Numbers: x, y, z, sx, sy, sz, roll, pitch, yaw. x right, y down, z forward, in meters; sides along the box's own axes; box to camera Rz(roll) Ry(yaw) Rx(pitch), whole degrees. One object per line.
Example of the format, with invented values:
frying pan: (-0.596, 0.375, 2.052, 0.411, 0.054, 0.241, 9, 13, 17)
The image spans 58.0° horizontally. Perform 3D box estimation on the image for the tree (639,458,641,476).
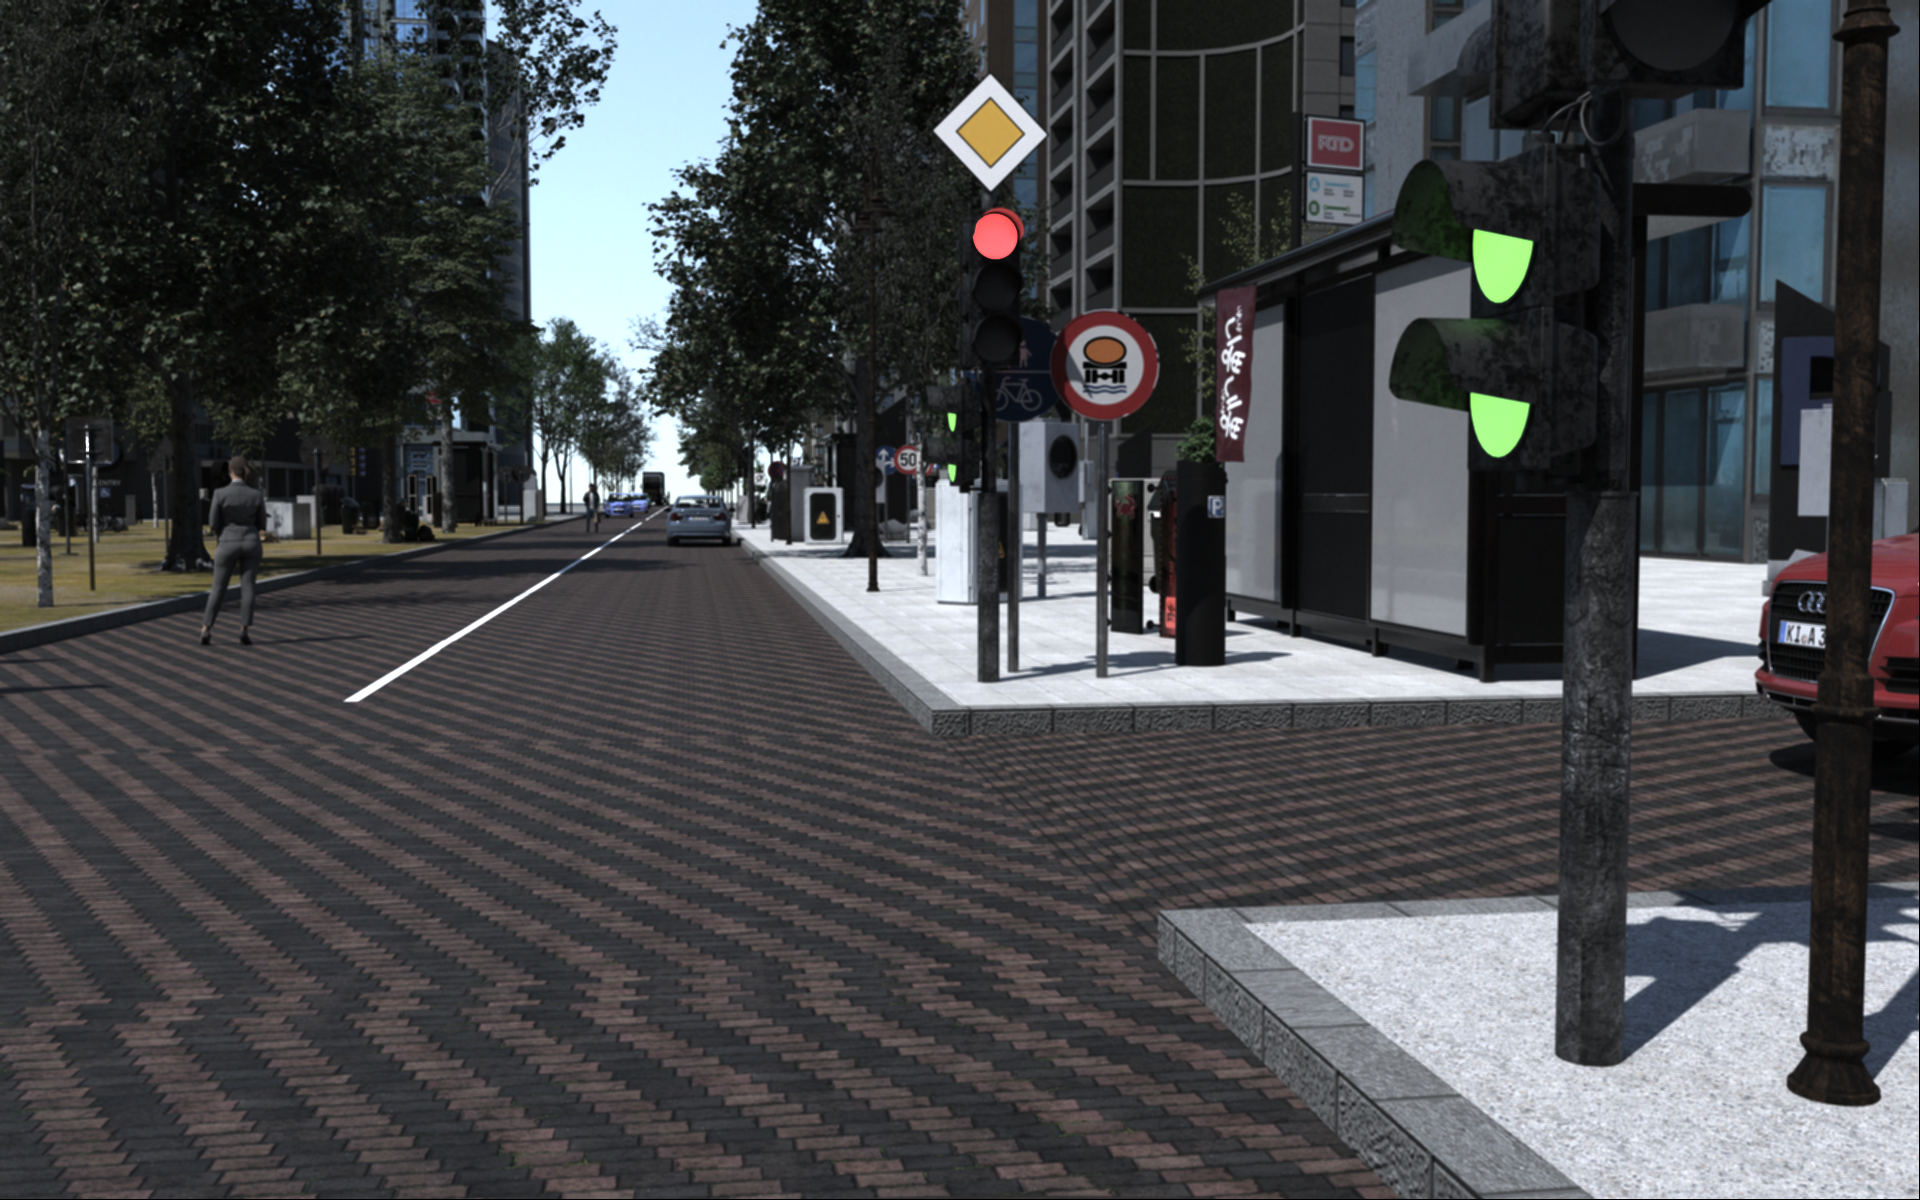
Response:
tree: (-36.633, -14.043, 179.959, 4.737, 8.622, 4.395, 0, 3, 0)

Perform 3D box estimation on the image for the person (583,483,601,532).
person: (-13.617, -3.413, 64.289, 0.794, 1.824, 0.713, 1, 4, 15)

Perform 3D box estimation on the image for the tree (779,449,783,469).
tree: (-5.465, -6.429, 55.475, 4.360, 8.622, 3.978, 0, 3, 0)

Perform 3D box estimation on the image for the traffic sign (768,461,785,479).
traffic sign: (-7.010, -4.072, 66.683, 0.768, 2.556, 0.104, 0, 4, -6)

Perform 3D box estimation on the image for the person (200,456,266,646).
person: (-6.909, -0.469, 16.446, 0.573, 1.790, 0.520, 3, 5, 41)

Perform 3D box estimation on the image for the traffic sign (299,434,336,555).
traffic sign: (-13.519, -2.223, 36.454, 0.768, 2.556, 0.104, 0, 4, 0)

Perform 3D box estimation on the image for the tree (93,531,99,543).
tree: (-23.075, -5.835, 45.765, 4.737, 8.622, 4.395, 0, 3, 0)

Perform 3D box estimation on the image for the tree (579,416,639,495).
tree: (-32.139, -12.462, 154.112, 4.737, 8.622, 4.395, 0, 3, 0)

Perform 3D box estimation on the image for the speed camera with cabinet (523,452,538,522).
speed camera with cabinet: (-19.811, -5.234, 79.907, 0.660, 3.252, 2.038, -1, 4, -12)

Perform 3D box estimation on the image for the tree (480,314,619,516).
tree: (-23.827, -10.620, 99.394, 9.928, 11.665, 9.643, 0, 3, 0)

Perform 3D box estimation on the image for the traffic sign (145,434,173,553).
traffic sign: (-17.141, -2.287, 37.391, 0.884, 2.594, 0.081, 0, 4, 0)

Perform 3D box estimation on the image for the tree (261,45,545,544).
tree: (-14.391, -7.718, 44.316, 7.486, 12.596, 7.792, 0, 3, 0)

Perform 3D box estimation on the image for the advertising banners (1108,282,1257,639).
advertising banners: (1.913, -1.167, 15.275, 0.090, 3.025, 2.074, -2, 4, -31)

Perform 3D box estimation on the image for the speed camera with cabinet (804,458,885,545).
speed camera with cabinet: (-2.941, -3.045, 44.116, 2.038, 3.252, 0.660, 0, 4, -6)

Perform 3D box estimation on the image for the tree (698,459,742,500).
tree: (-19.644, -9.786, 143.710, 4.285, 4.588, 4.351, 0, 3, 0)

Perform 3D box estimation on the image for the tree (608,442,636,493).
tree: (-42.688, -16.341, 217.538, 4.360, 8.622, 3.978, 0, 3, 0)

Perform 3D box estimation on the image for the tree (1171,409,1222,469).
tree: (9.373, -4.842, 62.883, 4.285, 4.588, 4.351, 0, 3, 0)

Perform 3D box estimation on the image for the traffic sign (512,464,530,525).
traffic sign: (-18.450, -4.444, 72.770, 0.768, 2.556, 0.104, 0, 4, 1)

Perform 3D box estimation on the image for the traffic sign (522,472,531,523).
traffic sign: (-19.443, -4.697, 76.909, 0.768, 2.556, 0.104, 0, 4, 0)

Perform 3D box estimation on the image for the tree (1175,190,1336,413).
tree: (7.388, -5.559, 41.251, 4.737, 8.622, 4.395, 0, 3, 0)

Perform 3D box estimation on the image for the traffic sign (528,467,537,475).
traffic sign: (-20.497, -5.031, 82.355, 0.768, 2.556, 0.104, 0, 4, -8)

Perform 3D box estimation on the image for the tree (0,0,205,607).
tree: (-10.666, -4.232, 19.562, 4.360, 8.622, 3.978, 0, 3, 0)

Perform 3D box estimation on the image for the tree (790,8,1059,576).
tree: (-0.567, -4.670, 26.724, 4.360, 8.622, 3.978, 0, 3, 0)

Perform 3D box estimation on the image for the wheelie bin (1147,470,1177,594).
wheelie bin: (2.847, -0.880, 22.295, 0.693, 1.594, 0.980, -3, 5, -39)

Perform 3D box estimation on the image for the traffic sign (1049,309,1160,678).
traffic sign: (0.993, -0.730, 12.037, 0.768, 2.556, 0.104, 0, 4, -5)

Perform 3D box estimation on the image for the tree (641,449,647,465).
tree: (-45.309, -17.672, 239.305, 4.737, 8.622, 4.395, 0, 3, 0)

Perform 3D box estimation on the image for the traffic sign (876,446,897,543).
traffic sign: (-1.947, -2.777, 45.513, 0.768, 2.556, 0.104, -1, 4, -9)

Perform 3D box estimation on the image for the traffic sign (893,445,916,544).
traffic sign: (-1.334, -2.734, 44.799, 0.768, 2.556, 0.104, 0, 4, -2)

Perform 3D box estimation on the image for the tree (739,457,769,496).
tree: (-10.292, -5.763, 88.823, 1.663, 3.219, 1.824, 0, 3, 0)

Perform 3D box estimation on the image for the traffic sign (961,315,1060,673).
traffic sign: (0.384, -0.752, 12.402, 0.768, 2.556, 0.104, 0, 4, -3)

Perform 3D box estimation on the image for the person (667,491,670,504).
person: (-40.697, -14.267, 241.770, 0.705, 1.823, 1.348, -1, 4, -19)

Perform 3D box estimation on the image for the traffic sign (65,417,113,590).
traffic sign: (-11.537, -1.275, 22.975, 0.606, 2.300, 0.079, 0, 4, -1)

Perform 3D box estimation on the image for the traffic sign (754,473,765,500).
traffic sign: (-9.730, -5.016, 84.145, 0.606, 2.300, 0.079, 0, 4, 1)

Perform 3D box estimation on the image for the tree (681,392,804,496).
tree: (-13.584, -10.817, 111.268, 8.767, 10.594, 7.601, 1, 4, 20)

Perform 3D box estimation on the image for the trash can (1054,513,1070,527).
trash can: (4.018, -3.449, 68.038, 0.748, 1.137, 0.748, 0, 3, 0)

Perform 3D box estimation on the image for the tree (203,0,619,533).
tree: (-18.285, -12.298, 56.962, 12.611, 20.169, 13.585, 0, 3, 0)

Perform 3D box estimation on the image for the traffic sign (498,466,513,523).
traffic sign: (-20.360, -4.740, 77.604, 0.768, 2.556, 0.104, 0, 4, -1)

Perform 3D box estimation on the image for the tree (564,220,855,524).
tree: (-9.030, -9.983, 73.593, 12.009, 13.543, 11.850, 0, 3, 0)

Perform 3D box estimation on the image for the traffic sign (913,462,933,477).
traffic sign: (-1.216, -3.294, 53.970, 0.768, 2.556, 0.104, 0, 4, -3)

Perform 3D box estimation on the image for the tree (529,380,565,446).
tree: (-28.833, -13.847, 136.764, 12.009, 13.543, 11.850, 0, 3, 0)

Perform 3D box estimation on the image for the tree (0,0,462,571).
tree: (-13.206, -6.861, 29.184, 9.611, 12.733, 9.660, 0, 3, 0)

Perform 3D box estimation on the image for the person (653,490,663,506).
person: (-36.125, -12.197, 207.544, 1.348, 1.869, 0.705, -2, 4, -34)

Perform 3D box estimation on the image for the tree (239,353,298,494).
tree: (-29.831, -7.508, 73.118, 4.737, 8.622, 4.395, 0, 3, 0)

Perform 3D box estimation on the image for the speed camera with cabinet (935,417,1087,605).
speed camera with cabinet: (0.591, -1.614, 20.722, 0.660, 3.252, 2.038, 3, 5, 42)

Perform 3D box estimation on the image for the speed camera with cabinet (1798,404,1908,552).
speed camera with cabinet: (9.500, -1.471, 18.388, 0.660, 3.252, 2.038, 3, 5, 42)

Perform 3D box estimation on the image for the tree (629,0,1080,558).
tree: (-2.036, -7.218, 35.026, 9.611, 12.733, 9.660, 0, 3, 0)

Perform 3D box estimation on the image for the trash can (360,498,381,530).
trash can: (-21.324, -3.122, 62.695, 0.748, 1.137, 0.748, 0, 3, 0)

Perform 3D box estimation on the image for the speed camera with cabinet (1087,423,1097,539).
speed camera with cabinet: (3.715, -3.330, 48.775, 0.660, 3.252, 2.038, 2, 4, 31)
